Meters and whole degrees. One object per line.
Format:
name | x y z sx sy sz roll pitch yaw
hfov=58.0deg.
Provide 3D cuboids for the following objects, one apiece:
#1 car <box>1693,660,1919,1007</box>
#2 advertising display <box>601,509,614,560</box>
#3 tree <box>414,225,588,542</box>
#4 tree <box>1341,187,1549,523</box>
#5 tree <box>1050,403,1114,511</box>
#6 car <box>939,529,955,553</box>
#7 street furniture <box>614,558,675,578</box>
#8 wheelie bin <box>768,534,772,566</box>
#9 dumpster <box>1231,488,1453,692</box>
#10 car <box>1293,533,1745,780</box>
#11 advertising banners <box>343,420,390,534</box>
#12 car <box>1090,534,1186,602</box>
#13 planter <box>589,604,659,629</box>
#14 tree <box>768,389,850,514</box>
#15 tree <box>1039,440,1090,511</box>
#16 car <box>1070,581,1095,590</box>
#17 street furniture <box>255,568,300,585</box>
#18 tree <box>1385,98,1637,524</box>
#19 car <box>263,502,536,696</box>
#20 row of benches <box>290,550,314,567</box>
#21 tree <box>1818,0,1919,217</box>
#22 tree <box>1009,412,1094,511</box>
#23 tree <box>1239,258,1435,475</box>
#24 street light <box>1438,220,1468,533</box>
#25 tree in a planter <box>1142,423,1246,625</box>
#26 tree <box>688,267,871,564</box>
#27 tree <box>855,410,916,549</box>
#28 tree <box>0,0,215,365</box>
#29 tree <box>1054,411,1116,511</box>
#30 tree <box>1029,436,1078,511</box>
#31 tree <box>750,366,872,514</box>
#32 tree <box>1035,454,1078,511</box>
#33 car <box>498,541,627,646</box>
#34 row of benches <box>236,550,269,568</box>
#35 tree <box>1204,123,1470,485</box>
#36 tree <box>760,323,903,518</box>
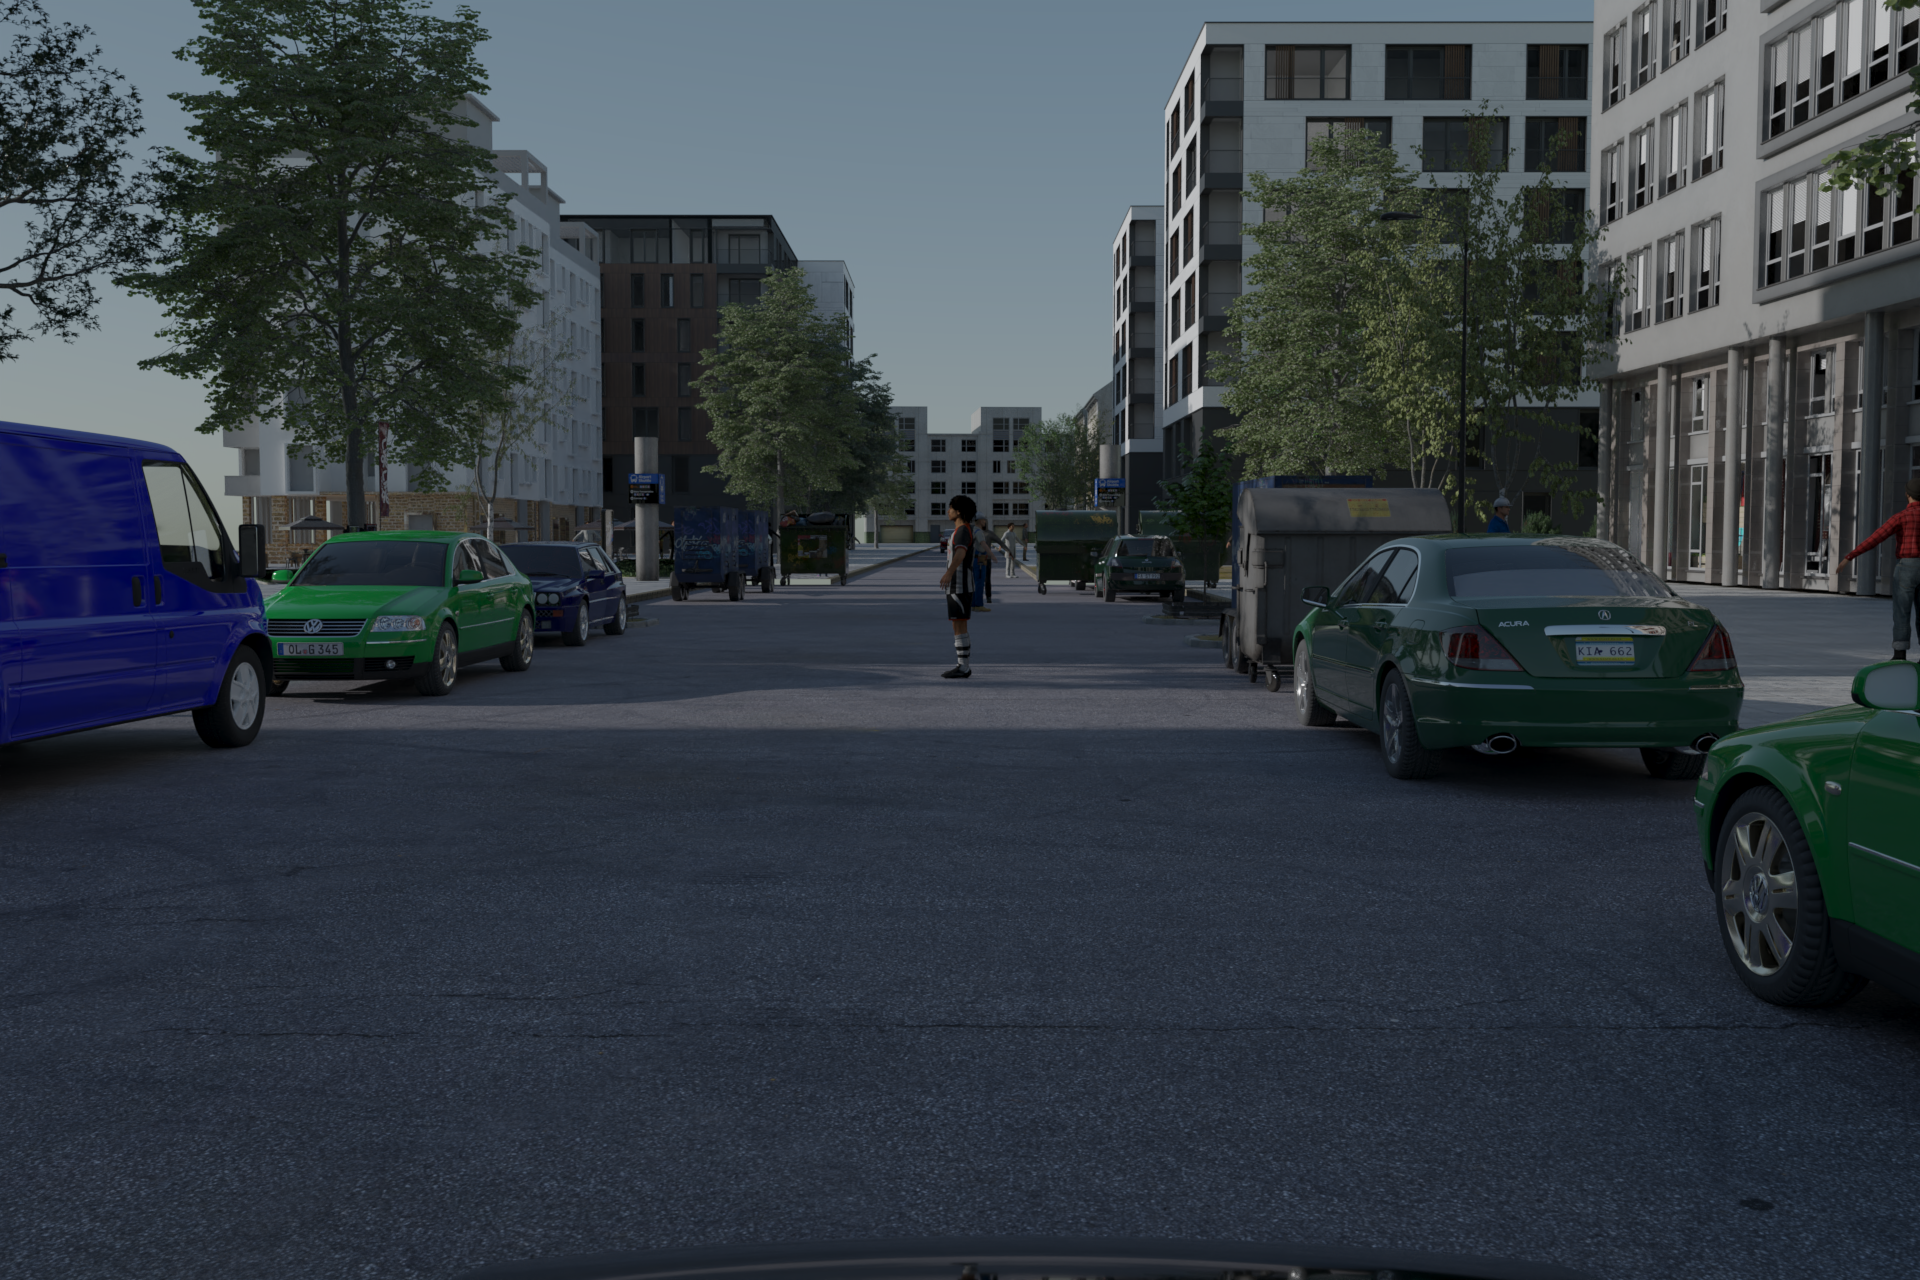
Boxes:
car | 3.315 0.299 3.901 1.959 1.807 4.718 0 4 0
advertising display | -9.273 -2.470 45.600 0.123 1.923 0.974 0 4 1
tree | -11.507 -5.585 41.680 4.360 8.622 3.978 0 3 0
tree | 10.062 -5.303 37.075 4.737 8.622 4.395 0 3 0
tree | 7.297 -8.958 96.824 4.360 8.622 3.978 0 3 0
car | -0.467 -7.516 131.560 2.281 1.827 5.304 0 4 0
street furniture | -10.757 -2.393 54.756 5.734 0.657 10.072 -1 4 -8
wheelie bin | -6.293 -2.848 54.467 0.693 1.594 0.980 0 4 1
dumpster | 3.532 -0.485 16.147 1.865 1.857 1.264 0 4 0
car | 3.449 0.016 11.537 2.131 1.459 4.920 0 4 0
advertising banners | -8.929 -1.835 26.185 0.090 3.025 2.074 0 3 0
car | 3.894 -1.719 37.895 2.009 1.686 4.222 0 4 0
planter | -5.794 -0.365 27.105 1.991 0.319 1.994 0 4 1
tree | -7.656 -8.174 84.006 4.360 8.622 3.978 0 3 0
tree | 8.118 -11.228 133.933 4.360 8.622 3.978 0 3 0
car | 3.882 -2.028 45.520 2.083 1.381 4.827 0 4 1
street furniture | -29.337 -2.852 51.655 27.439 1.986 14.083 1 4 10
tree | 9.319 -4.836 29.430 4.737 8.622 4.395 0 3 0
car | -5.408 -0.485 16.733 1.959 1.807 4.718 0 3 0
row of benches | -24.055 -3.194 67.692 4.104 0.672 1.422 0 4 5
tree | 9.350 -5.686 11.100 7.486 12.596 7.792 0 3 0
tree | 7.958 -13.503 146.523 9.928 11.665 9.643 0 3 0
tree | 14.053 -8.501 64.741 9.928 11.665 9.643 0 3 0
street light | 7.832 -3.214 25.092 1.470 5.913 1.316 0 4 0
tree in a planter | 3.980 -1.885 28.038 1.991 3.239 1.994 0 4 1
tree | -7.600 -9.498 73.418 7.486 12.596 7.792 0 3 0
tree | -7.757 -14.278 151.570 7.486 12.596 7.792 0 3 0
tree | -11.853 -5.140 18.447 8.767 10.594 7.601 2 4 27
tree | 7.618 -9.408 104.179 4.737 8.622 4.395 0 3 0
tree | 7.362 -10.836 127.529 4.360 8.622 3.978 0 3 0
tree | -8.394 -9.728 93.471 7.601 10.594 8.767 -1 4 -20
tree | 7.976 -12.508 154.865 4.360 8.622 3.978 0 3 0
car | -5.649 -0.658 23.333 1.945 1.354 3.894 0 4 0
row of benches | -27.985 -3.129 66.626 4.104 0.672 1.422 3 5 39
tree | 10.709 -7.958 48.233 7.486 12.596 7.792 0 3 0
tree | -7.799 -12.082 104.203 9.857 13.997 8.962 0 3 0
